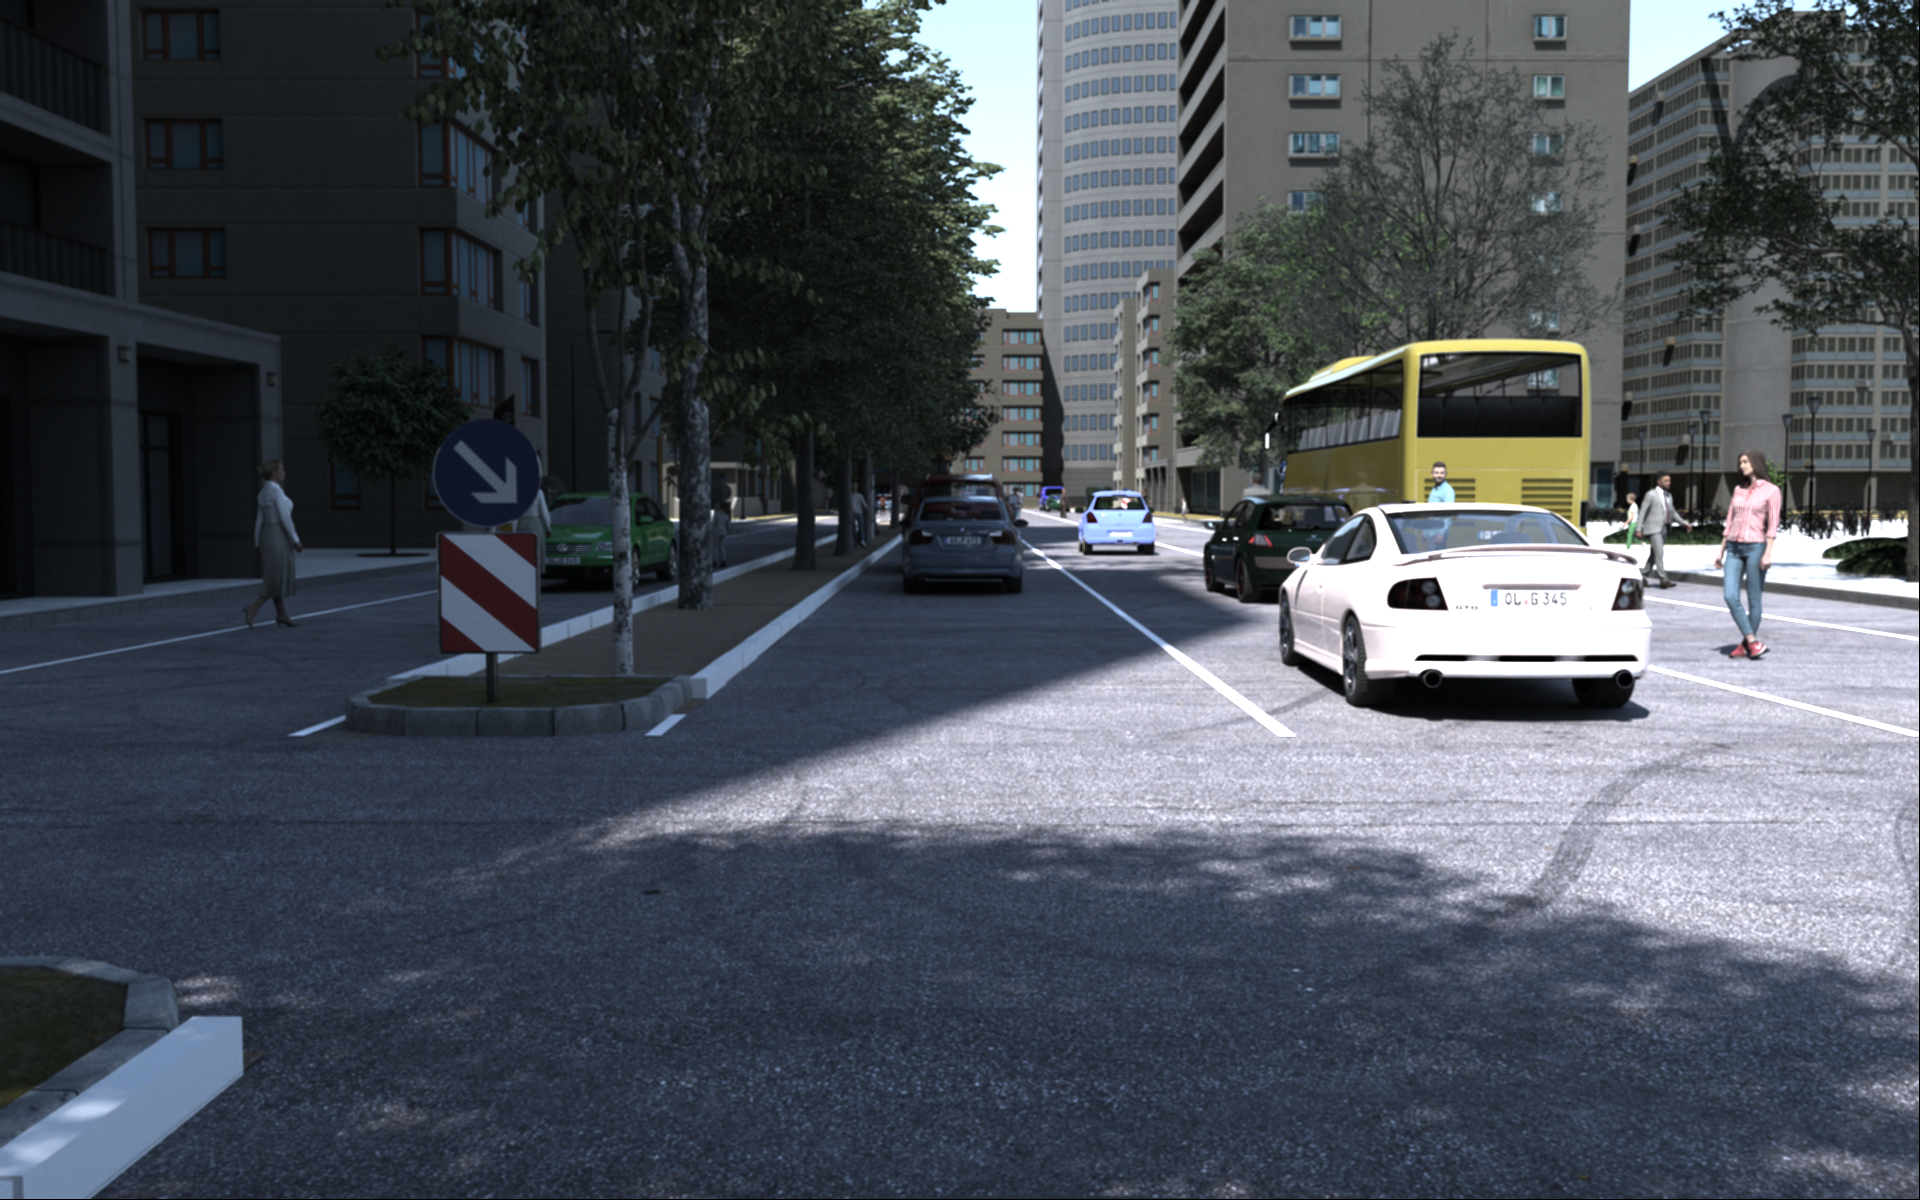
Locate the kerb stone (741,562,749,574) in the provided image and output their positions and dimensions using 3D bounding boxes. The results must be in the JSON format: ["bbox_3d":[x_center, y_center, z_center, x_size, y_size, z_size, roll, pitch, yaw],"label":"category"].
[{"bbox_3d":[-3.938,-0.539,31.023,0.120,0.150,1.000,0,3,0],"label":"kerb stone"}]

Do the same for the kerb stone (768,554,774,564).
[{"bbox_3d":[-3.939,-0.790,35.114,0.120,0.150,1.000,0,3,0],"label":"kerb stone"}]

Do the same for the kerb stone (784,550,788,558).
[{"bbox_3d":[-3.949,-0.978,38.194,0.120,0.150,1.000,0,3,0],"label":"kerb stone"}]

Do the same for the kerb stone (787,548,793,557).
[{"bbox_3d":[-3.939,-1.042,39.229,0.120,0.150,1.000,0,3,0],"label":"kerb stone"}]

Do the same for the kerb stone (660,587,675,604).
[{"bbox_3d":[-3.931,-0.032,22.797,0.120,0.150,1.000,0,3,0],"label":"kerb stone"}]

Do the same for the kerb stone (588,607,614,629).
[{"bbox_3d":[-3.930,0.214,18.702,0.120,0.150,1.000,0,3,0],"label":"kerb stone"}]

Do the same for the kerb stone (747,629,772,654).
[{"bbox_3d":[-1.833,0.401,15.640,0.120,0.150,1.000,0,3,0],"label":"kerb stone"}]

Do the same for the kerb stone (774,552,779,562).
[{"bbox_3d":[-3.935,-0.848,36.146,0.120,0.150,1.000,0,3,0],"label":"kerb stone"}]

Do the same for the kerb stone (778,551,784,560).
[{"bbox_3d":[-3.939,-0.916,37.168,0.120,0.150,1.000,0,3,0],"label":"kerb stone"}]

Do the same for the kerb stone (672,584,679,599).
[{"bbox_3d":[-3.933,-0.099,23.818,0.120,0.150,1.000,0,3,0],"label":"kerb stone"}]

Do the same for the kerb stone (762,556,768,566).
[{"bbox_3d":[-3.942,-0.728,34.091,0.120,0.150,1.000,0,3,0],"label":"kerb stone"}]

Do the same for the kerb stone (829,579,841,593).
[{"bbox_3d":[-1.837,-0.163,24.864,0.120,0.150,1.000,0,3,0],"label":"kerb stone"}]

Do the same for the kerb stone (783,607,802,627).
[{"bbox_3d":[-1.837,0.213,18.707,0.120,0.150,1.000,0,3,0],"label":"kerb stone"}]

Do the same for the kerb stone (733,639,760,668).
[{"bbox_3d":[-1.828,0.468,14.616,0.120,0.150,1.000,0,3,0],"label":"kerb stone"}]

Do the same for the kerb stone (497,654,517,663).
[{"bbox_3d":[-3.941,0.465,14.599,0.120,0.150,1.000,0,3,0],"label":"kerb stone"}]

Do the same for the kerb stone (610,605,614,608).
[{"bbox_3d":[-3.943,0.154,19.729,0.120,0.150,1.000,0,3,0],"label":"kerb stone"}]

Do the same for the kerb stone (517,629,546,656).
[{"bbox_3d":[-3.937,0.403,15.621,0.120,0.150,1.000,0,3,0],"label":"kerb stone"}]

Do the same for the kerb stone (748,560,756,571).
[{"bbox_3d":[-3.937,-0.599,32.047,0.120,0.150,1.000,0,3,0],"label":"kerb stone"}]

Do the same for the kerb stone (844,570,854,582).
[{"bbox_3d":[-1.840,-0.351,27.931,0.120,0.150,1.000,0,3,0],"label":"kerb stone"}]

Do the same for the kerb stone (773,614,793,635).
[{"bbox_3d":[-1.837,0.277,17.685,0.120,0.150,1.000,0,3,0],"label":"kerb stone"}]

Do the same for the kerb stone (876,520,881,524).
[{"bbox_3d":[-3.959,-3.859,85.335,0.120,0.150,1.000,0,3,0],"label":"kerb stone"}]

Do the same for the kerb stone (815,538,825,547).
[{"bbox_3d":[-3.940,-1.603,48.469,0.120,0.150,1.000,0,3,0],"label":"kerb stone"}]

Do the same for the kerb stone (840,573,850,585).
[{"bbox_3d":[-1.839,-0.287,26.908,0.120,0.150,1.000,0,3,0],"label":"kerb stone"}]

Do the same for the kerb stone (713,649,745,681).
[{"bbox_3d":[-1.830,0.526,13.592,0.120,0.150,1.000,0,3,0],"label":"kerb stone"}]

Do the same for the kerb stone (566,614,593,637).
[{"bbox_3d":[-3.935,0.277,17.669,0.120,0.150,1.000,0,3,0],"label":"kerb stone"}]

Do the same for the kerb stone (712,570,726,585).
[{"bbox_3d":[-3.939,-0.351,27.936,0.120,0.150,1.000,0,3,0],"label":"kerb stone"}]

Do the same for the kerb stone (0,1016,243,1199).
[{"bbox_3d":[-1.828,1.131,3.770,0.120,0.150,1.000,0,3,0],"label":"kerb stone"}]

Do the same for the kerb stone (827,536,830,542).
[{"bbox_3d":[-3.951,-1.732,50.513,0.120,0.150,1.000,0,3,0],"label":"kerb stone"}]

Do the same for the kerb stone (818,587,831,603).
[{"bbox_3d":[-1.836,-0.035,22.806,0.120,0.150,1.000,0,3,0],"label":"kerb stone"}]

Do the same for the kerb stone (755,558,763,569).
[{"bbox_3d":[-3.936,-0.665,33.069,0.120,0.150,1.000,0,3,0],"label":"kerb stone"}]

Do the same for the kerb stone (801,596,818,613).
[{"bbox_3d":[-1.833,0.088,20.756,0.120,0.150,1.000,0,3,0],"label":"kerb stone"}]

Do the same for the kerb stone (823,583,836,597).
[{"bbox_3d":[-1.839,-0.098,23.828,0.120,0.150,1.000,0,3,0],"label":"kerb stone"}]

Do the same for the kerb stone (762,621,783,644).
[{"bbox_3d":[-1.837,0.343,16.663,0.120,0.150,1.000,0,3,0],"label":"kerb stone"}]

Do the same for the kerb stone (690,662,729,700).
[{"bbox_3d":[-1.824,0.589,12.562,0.120,0.150,1.000,0,3,0],"label":"kerb stone"}]

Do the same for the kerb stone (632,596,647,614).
[{"bbox_3d":[-3.935,0.093,20.752,0.120,0.150,1.000,0,3,0],"label":"kerb stone"}]

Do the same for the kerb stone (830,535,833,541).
[{"bbox_3d":[-3.953,-1.795,51.547,0.120,0.150,1.000,0,3,0],"label":"kerb stone"}]

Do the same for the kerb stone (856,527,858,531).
[{"bbox_3d":[-3.960,-2.857,68.934,0.120,0.150,1.000,0,3,0],"label":"kerb stone"}]

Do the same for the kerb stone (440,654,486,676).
[{"bbox_3d":[-3.927,0.529,13.574,0.120,0.150,1.000,0,3,0],"label":"kerb stone"}]

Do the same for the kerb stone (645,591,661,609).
[{"bbox_3d":[-3.936,0.028,21.774,0.120,0.150,1.000,0,3,0],"label":"kerb stone"}]

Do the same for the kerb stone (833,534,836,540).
[{"bbox_3d":[-3.949,-1.858,52.569,0.120,0.150,1.000,0,3,0],"label":"kerb stone"}]

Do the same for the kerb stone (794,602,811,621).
[{"bbox_3d":[-1.832,0.153,19.733,0.120,0.150,1.000,0,3,0],"label":"kerb stone"}]

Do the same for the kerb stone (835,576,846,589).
[{"bbox_3d":[-1.839,-0.226,25.886,0.120,0.150,1.000,0,3,0],"label":"kerb stone"}]

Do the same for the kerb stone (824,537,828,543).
[{"bbox_3d":[-3.943,-1.669,49.491,0.120,0.150,1.000,0,3,0],"label":"kerb stone"}]

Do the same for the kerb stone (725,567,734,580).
[{"bbox_3d":[-3.942,-0.411,28.962,0.120,0.150,1.000,0,3,0],"label":"kerb stone"}]

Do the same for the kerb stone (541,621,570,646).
[{"bbox_3d":[-3.942,0.339,16.646,0.120,0.150,1.000,0,3,0],"label":"kerb stone"}]

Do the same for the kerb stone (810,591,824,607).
[{"bbox_3d":[-1.840,0.026,21.778,0.120,0.150,1.000,0,3,0],"label":"kerb stone"}]

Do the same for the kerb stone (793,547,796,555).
[{"bbox_3d":[-3.939,-1.104,40.252,0.120,0.150,1.000,0,3,0],"label":"kerb stone"}]

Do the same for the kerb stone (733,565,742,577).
[{"bbox_3d":[-3.939,-0.477,29.994,0.120,0.150,1.000,0,3,0],"label":"kerb stone"}]
